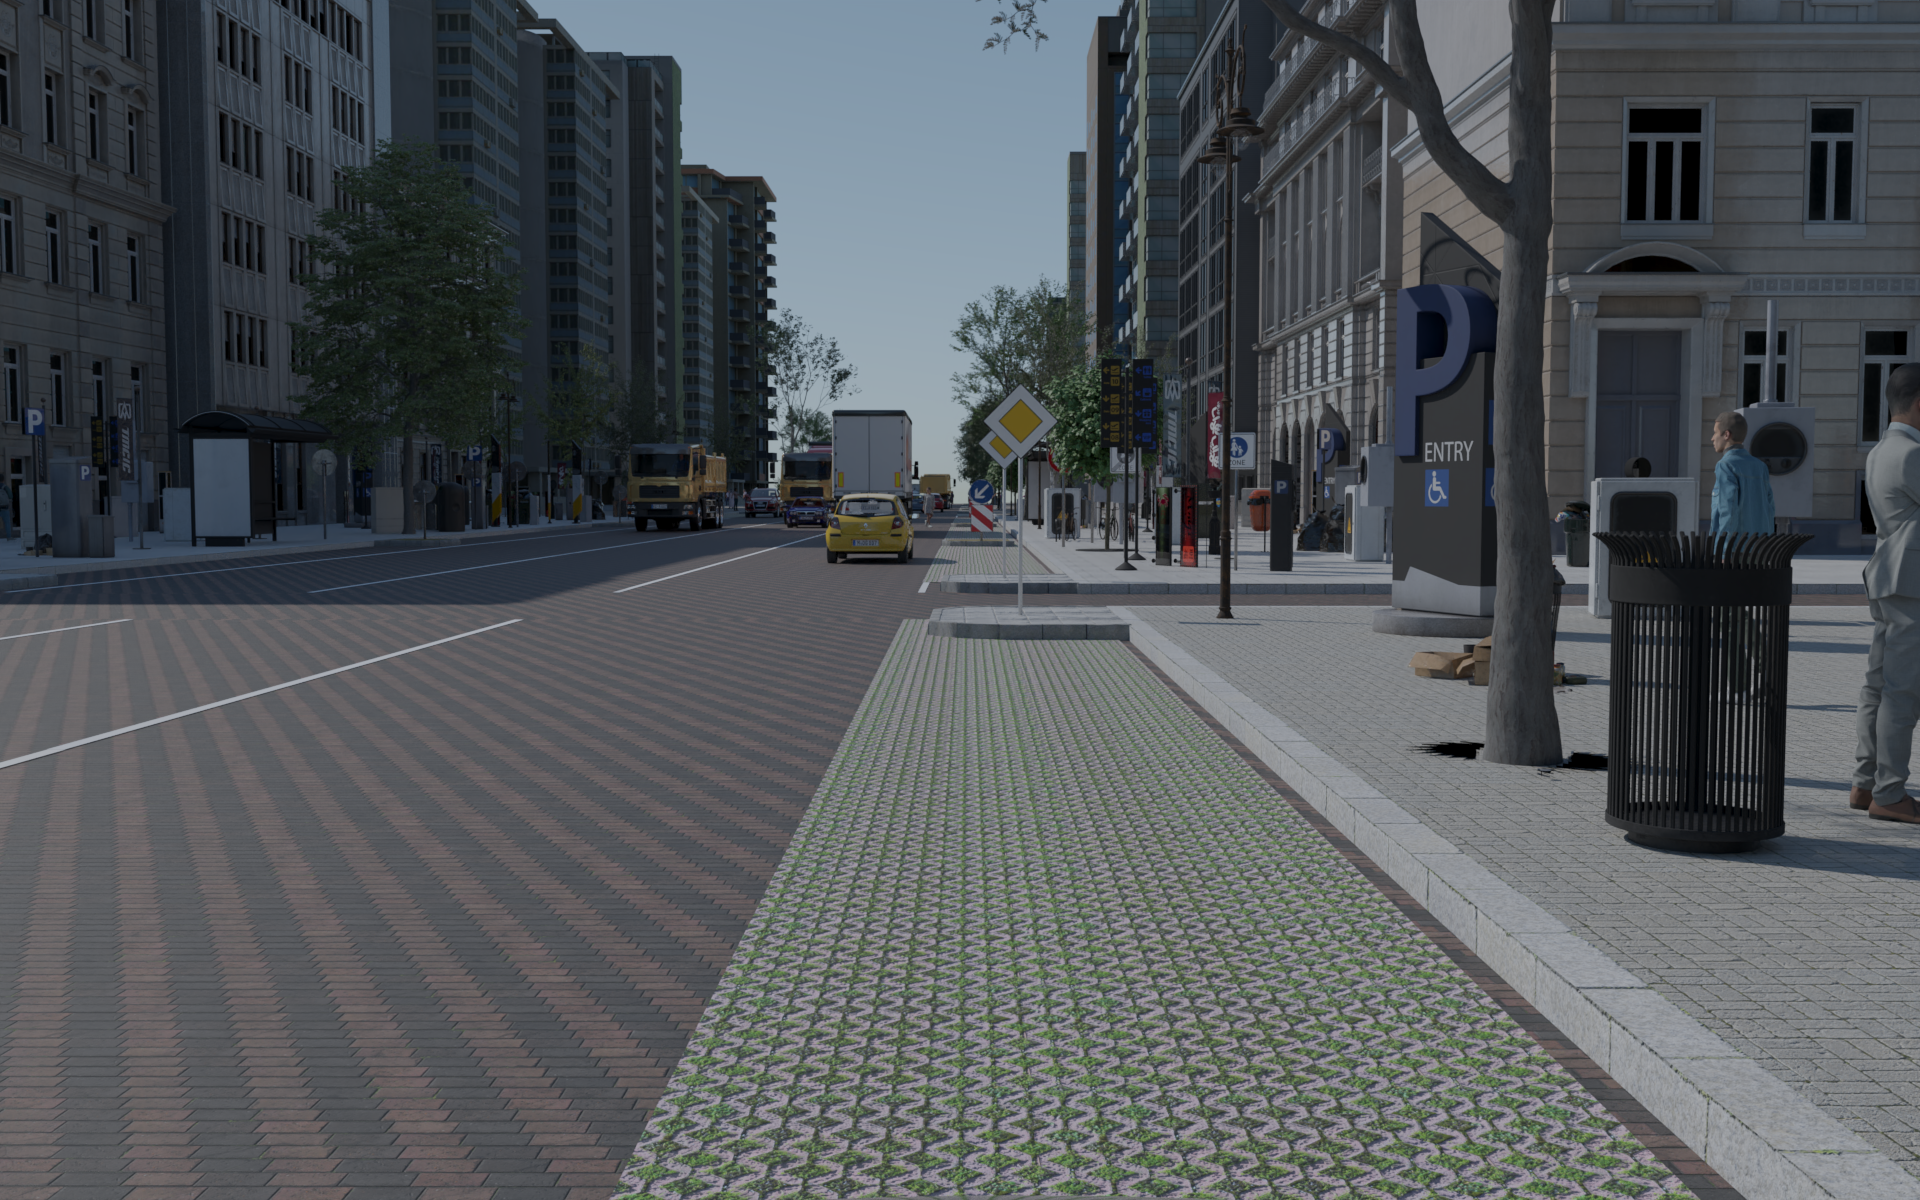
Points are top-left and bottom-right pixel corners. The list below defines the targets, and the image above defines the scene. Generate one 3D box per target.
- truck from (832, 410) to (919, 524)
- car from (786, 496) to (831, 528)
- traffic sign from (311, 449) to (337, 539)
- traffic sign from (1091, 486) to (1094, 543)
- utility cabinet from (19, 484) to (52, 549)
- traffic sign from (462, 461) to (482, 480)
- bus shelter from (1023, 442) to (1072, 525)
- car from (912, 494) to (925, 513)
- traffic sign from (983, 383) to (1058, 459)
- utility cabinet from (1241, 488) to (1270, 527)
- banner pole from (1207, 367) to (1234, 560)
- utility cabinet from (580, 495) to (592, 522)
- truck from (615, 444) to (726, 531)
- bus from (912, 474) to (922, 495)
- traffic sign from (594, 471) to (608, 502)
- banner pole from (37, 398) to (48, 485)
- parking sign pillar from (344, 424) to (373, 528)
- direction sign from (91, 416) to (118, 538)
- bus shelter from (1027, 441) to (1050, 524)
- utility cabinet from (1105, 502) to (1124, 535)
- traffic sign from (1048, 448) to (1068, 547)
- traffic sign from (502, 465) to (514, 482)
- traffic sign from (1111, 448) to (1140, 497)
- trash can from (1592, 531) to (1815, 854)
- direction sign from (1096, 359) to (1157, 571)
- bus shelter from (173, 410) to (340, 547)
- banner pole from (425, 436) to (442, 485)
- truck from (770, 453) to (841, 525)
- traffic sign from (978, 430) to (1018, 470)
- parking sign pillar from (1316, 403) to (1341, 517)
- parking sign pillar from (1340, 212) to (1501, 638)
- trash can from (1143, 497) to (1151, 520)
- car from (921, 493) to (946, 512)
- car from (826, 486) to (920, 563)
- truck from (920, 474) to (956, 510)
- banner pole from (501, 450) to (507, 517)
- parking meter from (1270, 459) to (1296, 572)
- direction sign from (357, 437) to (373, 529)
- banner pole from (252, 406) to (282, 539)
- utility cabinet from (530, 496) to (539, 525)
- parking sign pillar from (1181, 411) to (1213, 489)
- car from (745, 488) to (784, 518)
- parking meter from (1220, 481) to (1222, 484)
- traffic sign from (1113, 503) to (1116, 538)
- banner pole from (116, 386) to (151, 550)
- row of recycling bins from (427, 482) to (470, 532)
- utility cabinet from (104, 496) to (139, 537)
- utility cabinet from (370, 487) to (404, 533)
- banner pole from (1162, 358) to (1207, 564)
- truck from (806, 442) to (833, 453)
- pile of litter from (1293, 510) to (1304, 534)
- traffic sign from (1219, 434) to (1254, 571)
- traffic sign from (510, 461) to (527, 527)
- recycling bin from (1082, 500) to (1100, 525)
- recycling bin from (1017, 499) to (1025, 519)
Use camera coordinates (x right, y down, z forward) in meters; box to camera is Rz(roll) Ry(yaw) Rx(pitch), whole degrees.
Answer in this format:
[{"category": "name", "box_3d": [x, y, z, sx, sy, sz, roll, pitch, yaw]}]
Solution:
[{"category": "truck", "box_3d": [-3.031, -4.544, 63.204, 2.839, 4.237, 11.283, 0, 3, 0]}, {"category": "car", "box_3d": [-6.477, -3.786, 74.487, 1.945, 1.354, 3.894, 0, 4, -1]}, {"category": "traffic sign", "box_3d": [-17.978, -2.989, 48.973, 0.768, 2.556, 0.104, 0, 4, 6]}, {"category": "traffic sign", "box_3d": [3.465, -2.767, 45.341, 0.768, 2.556, 0.104, 0, 4, 2]}, {"category": "utility cabinet", "box_3d": [-21.006, -1.904, 39.807, 1.173, 1.500, 0.318, 1, 4, 14]}, {"category": "traffic sign", "box_3d": [-18.283, -3.965, 64.932, 0.768, 2.556, 0.104, 0, 4, 2]}, {"category": "bus shelter", "box_3d": [3.539, -4.584, 68.872, 2.014, 3.302, 5.546, 0, 3, 0]}, {"category": "car", "box_3d": [-3.399, -7.199, 129.713, 2.014, 1.417, 4.499, 0, 4, 0]}, {"category": "traffic sign", "box_3d": [0.658, -0.984, 18.283, 0.795, 2.593, 0.064, 0, 4, 0]}, {"category": "utility cabinet", "box_3d": [11.314, -3.499, 65.887, 1.173, 1.500, 0.318, 1, 4, 22]}, {"category": "banner pole", "box_3d": [5.038, -2.676, 33.773, 0.401, 3.779, 0.863, 3, 5, 43]}, {"category": "utility cabinet", "box_3d": [-17.126, -4.166, 79.275, 0.306, 1.237, 1.020, -2, 4, -28]}, {"category": "truck", "box_3d": [-11.264, -4.472, 69.041, 3.469, 3.379, 9.791, 0, 4, 0]}, {"category": "bus", "box_3d": [-6.168, -13.878, 218.444, 2.896, 3.916, 12.252, 0, 3, 0]}, {"category": "traffic sign", "box_3d": [-19.522, -5.752, 94.159, 0.768, 2.556, 0.104, 0, 4, 8]}, {"category": "banner pole", "box_3d": [-23.930, -3.375, 45.201, 0.401, 3.779, 0.863, -3, 5, -42]}, {"category": "parking sign pillar", "box_3d": [-22.914, -4.769, 66.441, 1.447, 3.967, 1.447, -2, 4, -33]}, {"category": "direction sign", "box_3d": [-24.809, -3.574, 50.431, 0.876, 3.537, 0.379, 0, 4, -2]}, {"category": "bus shelter", "box_3d": [3.610, -5.263, 77.332, 1.731, 3.624, 6.357, 0, 4, 0]}, {"category": "utility cabinet", "box_3d": [4.961, -2.685, 55.060, 0.306, 1.237, 1.020, -1, 4, -22]}, {"category": "traffic sign", "box_3d": [2.504, -2.554, 41.870, 0.768, 2.556, 0.104, 0, 4, 6]}, {"category": "traffic sign", "box_3d": [-19.629, -4.616, 75.578, 0.768, 2.556, 0.104, 0, 4, 6]}, {"category": "traffic sign", "box_3d": [3.289, -1.977, 34.452, 0.606, 2.300, 0.079, 0, 4, 2]}, {"category": "trash can", "box_3d": [2.706, 0.324, 6.361, 0.748, 1.137, 0.748, 0, 3, 0]}, {"category": "direction sign", "box_3d": [2.797, -2.267, 29.060, 0.876, 3.537, 0.379, 0, 4, -1]}, {"category": "bus shelter", "box_3d": [-17.974, -3.102, 44.638, 2.014, 3.302, 5.546, 0, 4, 0]}, {"category": "banner pole", "box_3d": [-22.951, -5.221, 75.375, 0.863, 3.779, 0.401, 0, 4, -7]}, {"category": "truck", "box_3d": [-6.980, -5.339, 83.216, 3.469, 3.379, 9.791, 0, 4, 1]}, {"category": "traffic sign", "box_3d": [0.692, -1.473, 26.268, 0.795, 2.593, 0.064, 0, 4, 0]}, {"category": "parking sign pillar", "box_3d": [10.928, -3.807, 50.715, 1.447, 3.967, 1.447, -1, 4, -16]}, {"category": "parking sign pillar", "box_3d": [4.583, -1.685, 16.021, 1.447, 3.967, 1.447, -1, 4, -22]}, {"category": "trash can", "box_3d": [9.407, -4.530, 85.725, 0.748, 1.137, 0.748, 0, 3, 0]}, {"category": "car", "box_3d": [-2.200, -7.833, 137.110, 2.155, 1.783, 4.494, 0, 4, -1]}, {"category": "car", "box_3d": [-1.897, -1.654, 37.275, 2.015, 1.641, 3.980, 0, 4, 1]}, {"category": "truck", "box_3d": [-2.247, -10.301, 164.348, 3.469, 3.379, 9.791, 0, 4, 2]}, {"category": "banner pole", "box_3d": [-25.468, -6.511, 96.478, 0.401, 3.779, 0.863, 1, 4, 16]}, {"category": "parking meter", "box_3d": [5.366, -1.411, 28.777, 0.399, 1.863, 0.255, 1, 4, 19]}, {"category": "direction sign", "box_3d": [-21.859, -4.382, 63.651, 0.876, 3.537, 0.379, 2, 4, 35]}, {"category": "banner pole", "box_3d": [-19.710, -3.623, 49.251, 0.863, 3.779, 0.401, -1, 4, -13]}, {"category": "utility cabinet", "box_3d": [-17.723, -3.732, 72.185, 0.306, 1.237, 1.020, -1, 4, -8]}, {"category": "parking sign pillar", "box_3d": [7.843, -4.198, 57.108, 1.447, 3.967, 1.447, -2, 4, -31]}, {"category": "car", "box_3d": [-12.003, -5.979, 106.421, 2.281, 1.827, 5.304, 0, 4, -1]}, {"category": "parking meter", "box_3d": [11.840, -4.424, 78.043, 0.255, 1.863, 0.399, -1, 4, -15]}, {"category": "traffic sign", "box_3d": [4.535, -3.099, 50.767, 0.768, 2.556, 0.104, 1, 4, 10]}, {"category": "banner pole", "box_3d": [-19.080, -3.051, 39.899, 0.401, 3.779, 0.863, 1, 4, 19]}, {"category": "row of recycling bins", "box_3d": [-17.766, -3.249, 60.240, 1.069, 1.692, 3.534, -1, 4, -21]}, {"category": "utility cabinet", "box_3d": [-24.950, -2.469, 51.523, 0.306, 1.237, 1.020, 1, 4, 18]}, {"category": "utility cabinet", "box_3d": [-18.547, -2.912, 56.296, 0.318, 1.500, 1.173, 3, 5, 40]}, {"category": "banner pole", "box_3d": [4.012, -2.554, 31.775, 0.863, 3.779, 0.401, -2, 4, -35]}, {"category": "truck", "box_3d": [-6.758, -6.467, 94.649, 2.839, 4.237, 11.283, 0, 4, 2]}, {"category": "pile of litter", "box_3d": [11.039, -2.607, 56.586, 1.719, 0.858, 1.176, -2, 4, -30]}, {"category": "traffic sign", "box_3d": [4.616, -1.639, 28.932, 0.606, 2.300, 0.079, 1, 4, 8]}, {"category": "traffic sign", "box_3d": [-17.115, -4.087, 66.921, 0.768, 2.556, 0.104, 0, 4, 7]}, {"category": "recycling bin", "box_3d": [5.323, -3.591, 71.263, 0.722, 1.027, 0.722, 3, 5, 40]}, {"category": "recycling bin", "box_3d": [3.449, -4.802, 91.061, 0.722, 1.027, 0.722, 2, 4, 32]}]
